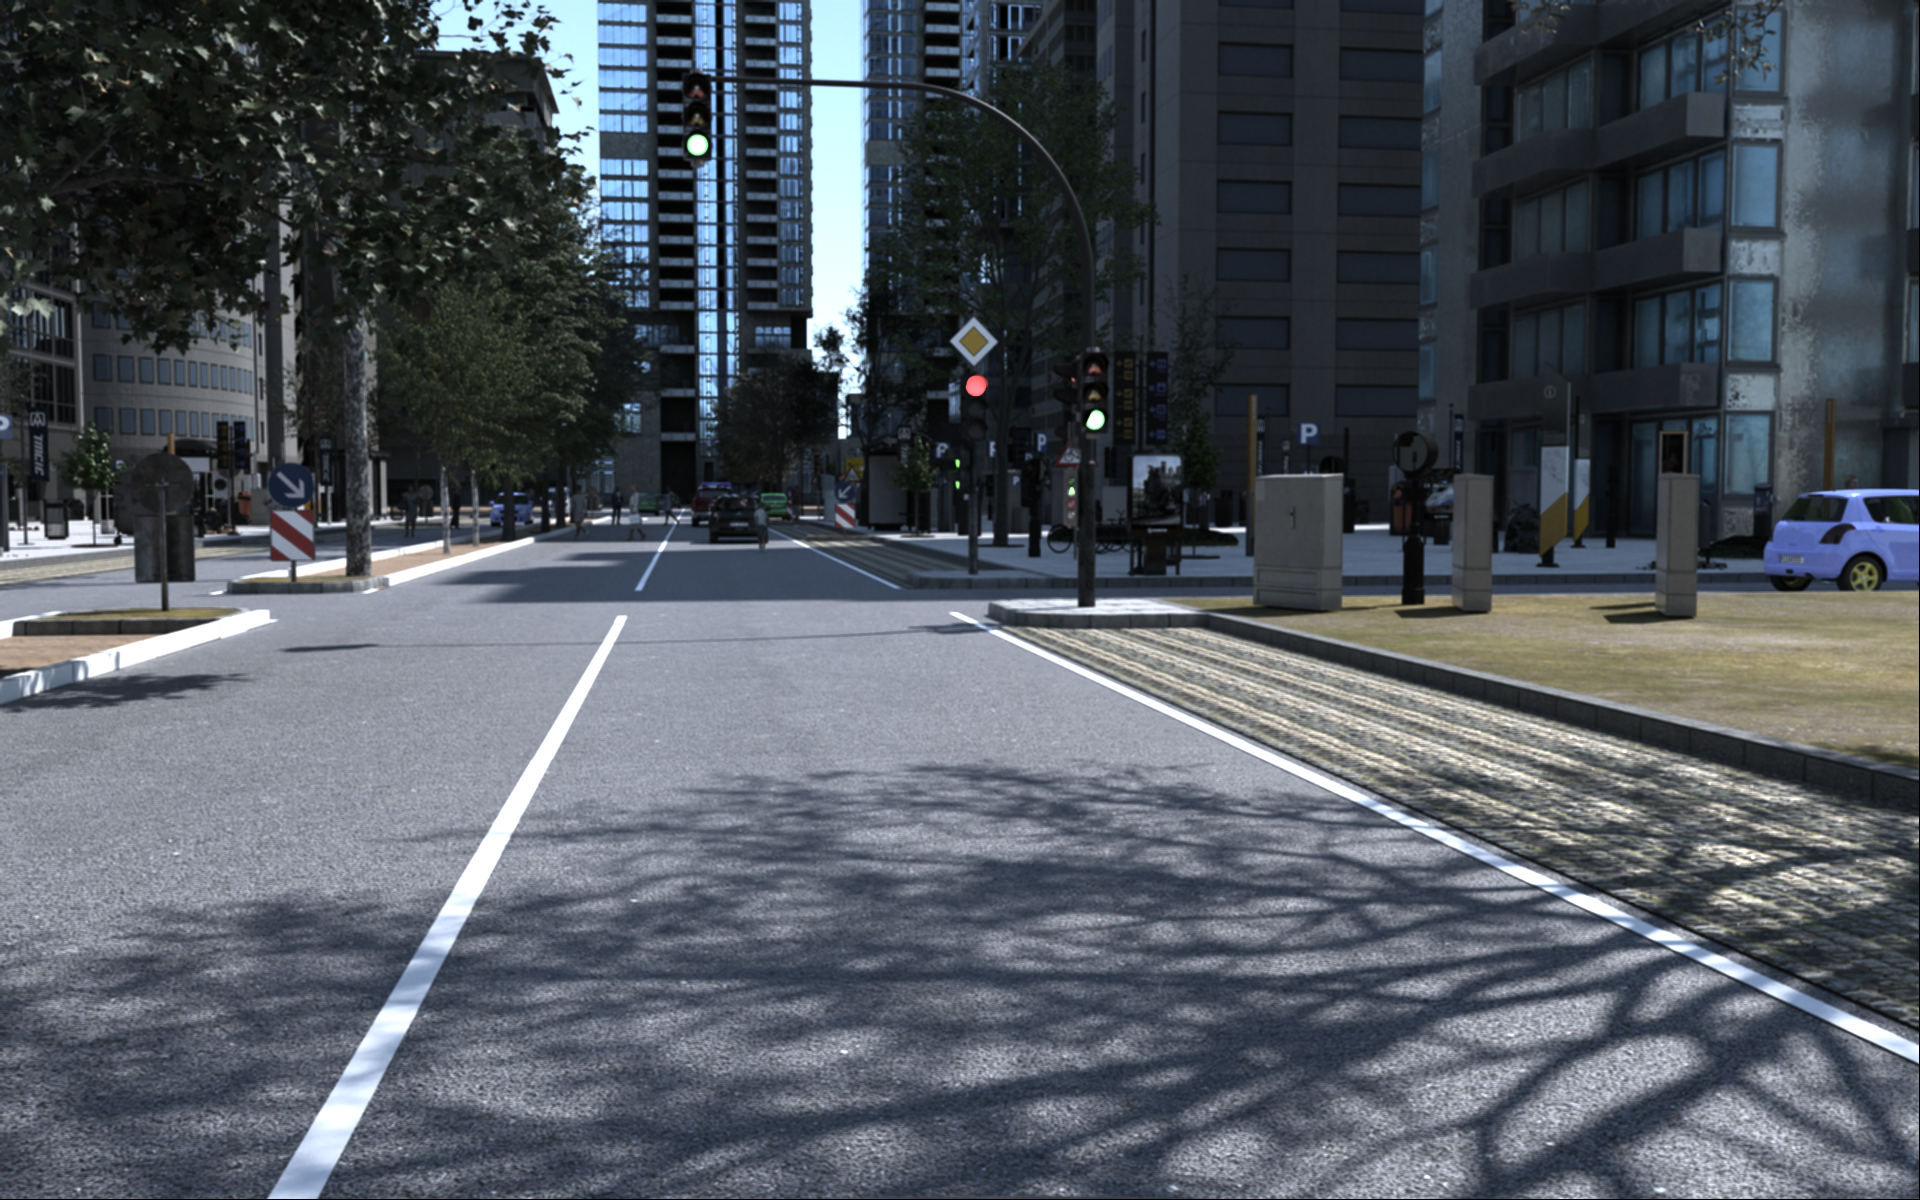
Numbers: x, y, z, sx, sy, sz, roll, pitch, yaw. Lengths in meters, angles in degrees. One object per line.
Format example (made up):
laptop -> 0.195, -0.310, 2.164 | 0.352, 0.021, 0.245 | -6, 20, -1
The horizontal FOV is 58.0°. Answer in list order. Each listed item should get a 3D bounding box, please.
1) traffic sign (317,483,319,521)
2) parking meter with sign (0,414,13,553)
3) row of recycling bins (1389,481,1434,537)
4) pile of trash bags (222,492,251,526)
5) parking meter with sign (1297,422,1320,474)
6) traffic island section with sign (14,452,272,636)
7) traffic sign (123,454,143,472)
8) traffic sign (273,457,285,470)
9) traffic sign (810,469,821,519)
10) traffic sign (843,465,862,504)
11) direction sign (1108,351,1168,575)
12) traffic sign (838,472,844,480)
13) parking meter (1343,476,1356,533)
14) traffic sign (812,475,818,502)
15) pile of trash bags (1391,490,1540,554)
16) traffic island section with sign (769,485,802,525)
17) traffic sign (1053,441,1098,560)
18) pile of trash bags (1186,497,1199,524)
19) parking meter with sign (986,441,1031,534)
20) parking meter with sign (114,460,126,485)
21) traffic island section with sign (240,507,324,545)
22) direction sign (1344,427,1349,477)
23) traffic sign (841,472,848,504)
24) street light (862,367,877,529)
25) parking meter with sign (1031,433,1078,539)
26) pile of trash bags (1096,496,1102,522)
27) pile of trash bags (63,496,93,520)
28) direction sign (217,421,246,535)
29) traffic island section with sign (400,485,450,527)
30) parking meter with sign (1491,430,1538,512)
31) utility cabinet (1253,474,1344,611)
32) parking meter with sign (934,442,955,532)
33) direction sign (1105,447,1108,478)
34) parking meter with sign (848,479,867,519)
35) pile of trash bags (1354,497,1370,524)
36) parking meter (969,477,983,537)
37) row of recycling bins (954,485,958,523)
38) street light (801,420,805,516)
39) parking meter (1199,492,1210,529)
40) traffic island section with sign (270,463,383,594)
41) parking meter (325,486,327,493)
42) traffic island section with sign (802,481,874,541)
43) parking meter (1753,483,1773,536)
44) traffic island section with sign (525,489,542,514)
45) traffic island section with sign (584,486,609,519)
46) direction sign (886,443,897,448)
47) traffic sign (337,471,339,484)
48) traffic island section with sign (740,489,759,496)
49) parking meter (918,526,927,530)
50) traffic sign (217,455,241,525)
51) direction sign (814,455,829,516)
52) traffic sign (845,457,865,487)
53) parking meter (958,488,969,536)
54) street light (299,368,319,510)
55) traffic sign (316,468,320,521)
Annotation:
traffic sign -> -31.067, -5.117, 83.770 | 0.768, 2.556, 0.104 | 0, 4, -2
parking meter with sign -> -21.474, -2.590, 38.600 | 0.543, 3.016, 1.738 | -2, 4, -34
row of recycling bins -> 14.131, -2.756, 52.167 | 1.069, 1.692, 3.534 | -1, 4, -17
pile of trash bags -> -29.866, -3.733, 70.783 | 3.447, 1.369, 1.912 | 3, 5, 42
parking meter with sign -> 8.696, -2.856, 42.952 | 0.543, 3.016, 1.738 | 1, 4, 15
traffic island section with sign -> -8.664, -0.630, 18.441 | 2.006, 1.907, 1.989 | -1, 4, -9
traffic sign -> -26.369, -3.380, 55.366 | 0.768, 2.556, 0.104 | 0, 4, -2
traffic sign -> -23.762, -3.710, 60.666 | 0.884, 2.594, 0.081 | 0, 4, -8
traffic sign -> -7.294, -5.478, 89.561 | 0.884, 2.594, 0.081 | 0, 4, -8
traffic sign -> -4.758, -4.675, 76.442 | 0.884, 2.594, 0.081 | 0, 4, -8
direction sign -> 2.874, -2.177, 27.587 | 0.876, 3.537, 0.379 | -1, 4, -9
traffic sign -> -6.712, -6.165, 100.903 | 0.768, 2.556, 0.104 | 0, 4, -7
parking meter -> 12.739, -3.123, 56.770 | 0.399, 1.863, 0.255 | 2, 4, 35
traffic sign -> -8.397, -6.264, 102.524 | 0.768, 2.556, 0.104 | 0, 4, -5
pile of trash bags -> 11.280, -1.745, 38.282 | 3.447, 1.369, 1.912 | 1, 4, 20
traffic island section with sign -> -7.882, -4.373, 80.130 | 1.989, 1.847, 2.006 | -1, 4, -9
traffic sign -> 2.249, -2.062, 33.724 | 0.884, 2.594, 0.081 | 0, 4, -4
pile of trash bags -> 9.195, -3.884, 73.262 | 1.912, 1.369, 3.447 | 2, 4, 25
parking meter with sign -> 1.601, -3.662, 56.136 | 0.543, 3.016, 1.738 | -3, 4, -37
parking meter with sign -> -42.455, -5.623, 88.202 | 0.543, 3.016, 1.738 | -3, 5, -44
traffic island section with sign -> -19.475, -2.525, 49.915 | 1.989, 1.847, 2.006 | -1, 4, -9
direction sign -> 13.188, -4.108, 59.165 | 0.379, 3.537, 0.876 | 1, 4, 20
traffic sign -> -6.232, -5.882, 96.270 | 0.768, 2.556, 0.104 | 0, 4, -2
street light -> -3.316, -5.531, 63.228 | 0.468, 5.910, 1.993 | -1, 4, -9
parking meter with sign -> 2.957, -3.220, 48.914 | 1.738, 3.016, 0.543 | 3, 4, 37
pile of trash bags -> 6.851, -4.287, 79.849 | 1.912, 1.369, 3.447 | 2, 4, 28
pile of trash bags -> -43.512, -4.586, 84.728 | 3.447, 1.369, 1.912 | -1, 4, -21
direction sign -> -22.695, -3.793, 54.013 | 0.876, 3.537, 0.379 | 0, 3, 0
traffic island section with sign -> -23.601, -4.154, 76.553 | 1.989, 1.847, 2.006 | -1, 4, -9
parking meter with sign -> 15.358, -3.113, 47.151 | 1.738, 3.016, 0.543 | 1, 4, 17
utility cabinet -> 3.738, -0.646, 19.243 | 0.318, 1.500, 1.173 | -2, 4, -28
parking meter with sign -> -0.480, -3.841, 59.059 | 0.543, 3.016, 1.738 | 0, 4, 8
direction sign -> 7.264, -5.604, 83.619 | 0.379, 3.537, 0.876 | 3, 5, 44
parking meter with sign -> -5.004, -5.617, 88.100 | 0.543, 3.016, 1.738 | 2, 4, 34
pile of trash bags -> 16.728, -3.981, 74.840 | 1.912, 1.369, 3.447 | 1, 4, 13
parking meter -> 0.486, -2.853, 52.363 | 0.399, 1.863, 0.255 | 0, 4, 4
row of recycling bins -> -0.462, -4.285, 77.171 | 1.069, 1.692, 3.534 | -2, 4, -26
street light -> -9.279, -7.888, 101.751 | 0.468, 5.910, 1.993 | -1, 4, -9
parking meter -> 8.699, -3.259, 61.701 | 0.372, 1.533, 0.369 | 0, 3, 0
traffic island section with sign -> -9.786, -1.078, 25.763 | 2.006, 1.907, 1.989 | -1, 4, -9
parking meter -> -32.264, -5.067, 88.558 | 0.399, 1.863, 0.255 | -1, 4, -21
traffic island section with sign -> -3.707, -2.725, 53.174 | 1.989, 1.847, 2.006 | -1, 4, -9
parking meter -> 18.232, -1.891, 39.332 | 0.372, 1.533, 0.369 | 0, 3, 0
traffic island section with sign -> -31.196, -7.165, 125.777 | 1.989, 1.847, 2.006 | -1, 4, -9
traffic island section with sign -> -21.272, -5.620, 100.022 | 2.006, 1.907, 1.989 | -1, 4, -9
direction sign -> -3.117, -5.224, 77.409 | 0.379, 3.537, 0.876 | 3, 5, 39
traffic sign -> -33.226, -5.689, 93.115 | 0.768, 2.556, 0.104 | 0, 3, 0
traffic island section with sign -> -15.308, -7.314, 128.214 | 1.989, 1.847, 2.006 | -1, 4, -9
parking meter -> -1.341, -3.389, 61.116 | 0.255, 1.863, 0.399 | -2, 4, -33
traffic sign -> -24.004, -3.472, 56.872 | 0.768, 2.556, 0.104 | 0, 4, -6
direction sign -> -8.108, -6.694, 101.441 | 0.876, 3.537, 0.379 | -1, 4, -18
traffic sign -> -5.119, -6.134, 94.157 | 2.265, 3.308, 0.079 | 0, 4, -6
parking meter -> 0.118, -2.764, 53.605 | 0.372, 1.533, 0.369 | 0, 3, 0
street light -> -23.943, -5.570, 63.856 | 0.468, 5.910, 1.993 | -1, 4, -9
traffic sign -> -30.545, -5.022, 82.208 | 0.768, 2.556, 0.104 | 0, 4, -1
